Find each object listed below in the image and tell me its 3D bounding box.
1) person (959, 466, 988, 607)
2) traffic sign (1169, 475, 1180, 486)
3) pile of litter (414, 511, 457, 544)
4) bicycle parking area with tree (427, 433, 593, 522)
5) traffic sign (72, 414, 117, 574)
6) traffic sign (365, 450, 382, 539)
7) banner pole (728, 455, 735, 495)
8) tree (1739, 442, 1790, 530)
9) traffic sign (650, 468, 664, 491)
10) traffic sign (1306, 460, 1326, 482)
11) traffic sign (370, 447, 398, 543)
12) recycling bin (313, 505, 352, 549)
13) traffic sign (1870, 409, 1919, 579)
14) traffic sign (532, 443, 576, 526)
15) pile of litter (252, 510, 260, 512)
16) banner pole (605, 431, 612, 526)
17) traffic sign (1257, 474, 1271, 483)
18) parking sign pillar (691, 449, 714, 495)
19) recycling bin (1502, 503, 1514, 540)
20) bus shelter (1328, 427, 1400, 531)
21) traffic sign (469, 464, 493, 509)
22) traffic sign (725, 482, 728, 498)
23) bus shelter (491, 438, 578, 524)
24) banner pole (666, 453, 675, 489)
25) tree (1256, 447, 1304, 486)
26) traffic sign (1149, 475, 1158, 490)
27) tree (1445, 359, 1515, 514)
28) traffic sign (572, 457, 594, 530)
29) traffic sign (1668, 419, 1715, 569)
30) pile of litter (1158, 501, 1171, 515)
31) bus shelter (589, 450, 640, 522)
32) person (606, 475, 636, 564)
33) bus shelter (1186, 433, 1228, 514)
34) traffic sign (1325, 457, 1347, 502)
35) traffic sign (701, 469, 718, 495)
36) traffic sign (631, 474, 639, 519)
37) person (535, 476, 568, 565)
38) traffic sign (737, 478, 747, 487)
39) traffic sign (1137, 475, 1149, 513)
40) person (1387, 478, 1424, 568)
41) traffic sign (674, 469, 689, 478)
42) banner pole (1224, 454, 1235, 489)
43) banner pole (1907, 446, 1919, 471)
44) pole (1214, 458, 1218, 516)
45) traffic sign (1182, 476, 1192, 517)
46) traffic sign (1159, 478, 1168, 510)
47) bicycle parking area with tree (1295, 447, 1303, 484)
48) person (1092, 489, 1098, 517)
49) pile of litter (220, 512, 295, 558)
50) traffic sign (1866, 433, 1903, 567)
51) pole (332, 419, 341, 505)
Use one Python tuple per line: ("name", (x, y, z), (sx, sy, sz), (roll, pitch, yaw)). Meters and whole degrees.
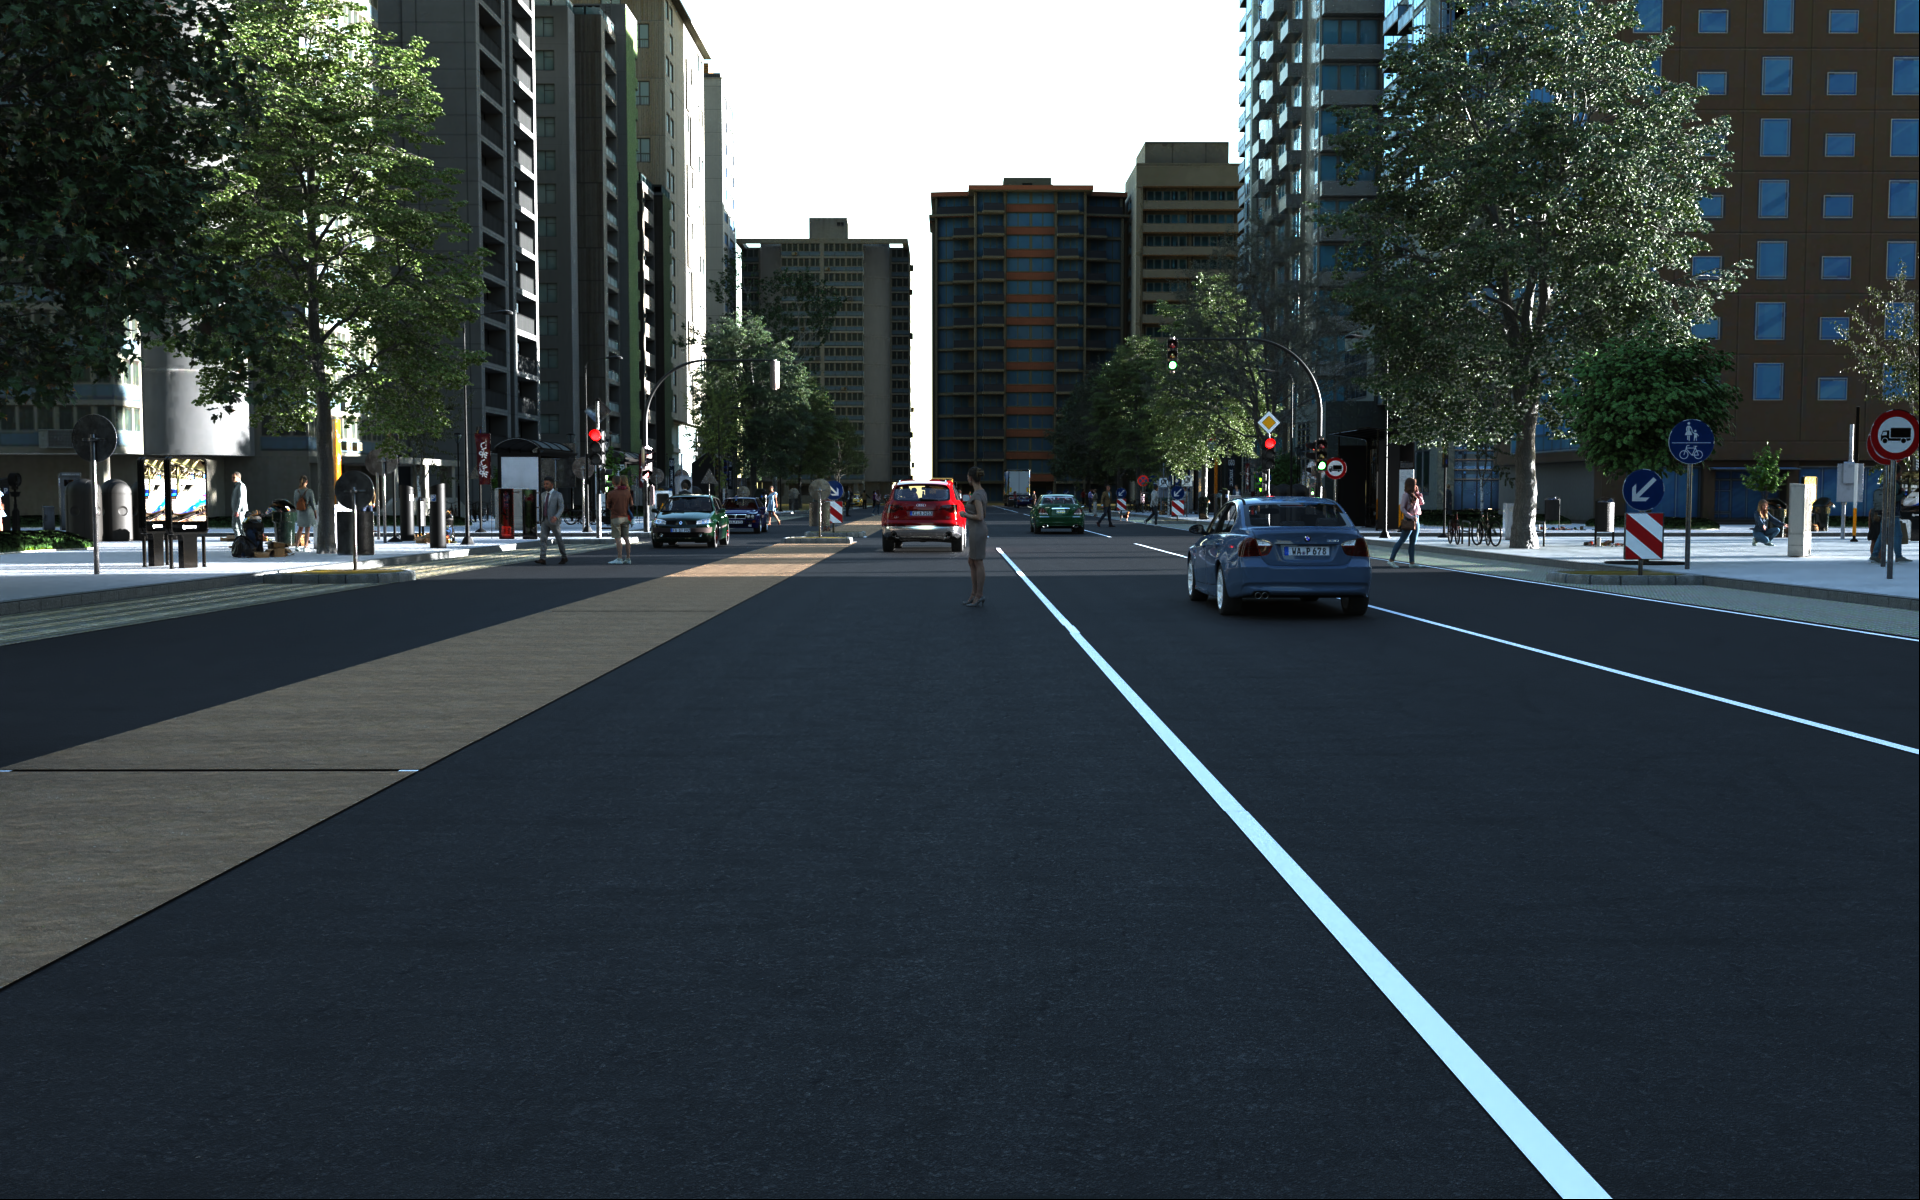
("person", (0.174, -0.809, 22.069), (0.374, 1.781, 0.599), (0, 4, 6))
("traffic sign", (13.525, -6.694, 109.552), (0.768, 2.556, 0.104), (0, 4, 6))
("pile of litter", (-13.718, -1.918, 45.321), (1.176, 0.858, 1.719), (0, 4, -4))
("bicycle parking area with tree", (-20.973, -5.803, 81.883), (8.231, 4.147, 9.016), (0, 4, 5))
("traffic sign", (-13.814, -1.684, 27.641), (0.768, 2.556, 0.104), (0, 4, 6))
("traffic sign", (-16.448, -2.986, 48.929), (0.768, 2.556, 0.104), (1, 4, 8))
("banner pole", (-14.597, -7.391, 110.860), (0.863, 3.779, 0.401), (3, 5, 43))
("tree", (29.211, -4.153, 62.505), (1.663, 3.219, 1.824), (0, 3, 0))
("traffic sign", (-15.022, -5.239, 85.756), (0.768, 2.556, 0.104), (0, 4, 3))
("traffic sign", (13.101, -3.894, 63.773), (0.768, 2.556, 0.104), (0, 4, 6))
("traffic sign", (-15.102, -2.771, 45.416), (0.768, 2.556, 0.104), (0, 4, 8))
("recycling bin", (-14.681, -1.719, 40.653), (0.722, 1.027, 0.722), (3, 5, 40))
("traffic sign", (14.049, -1.590, 26.096), (0.768, 2.556, 0.104), (0, 4, 1))
("traffic sign", (-16.468, -4.608, 69.212), (2.265, 3.308, 0.079), (0, 4, 4))
("pile of litter", (-19.461, -2.037, 47.278), (1.719, 0.858, 1.176), (3, 5, 43))
("banner pole", (-13.994, -4.829, 68.969), (0.401, 3.779, 0.863), (1, 4, 12))
("traffic sign", (16.720, -5.818, 95.230), (0.768, 2.556, 0.104), (0, 4, 1))
("parking sign pillar", (-15.112, -6.928, 101.744), (1.447, 3.967, 1.447), (-1, 4, -16))
("recycling bin", (15.617, -2.200, 48.523), (0.722, 1.027, 0.722), (1, 4, 11))
("bus shelter", (15.002, -4.411, 63.399), (1.731, 3.624, 6.357), (0, 4, 0))
("traffic sign", (-16.817, -3.717, 60.780), (0.884, 2.594, 0.081), (0, 4, 5))
("traffic sign", (-15.082, -6.837, 111.892), (0.768, 2.556, 0.104), (0, 4, 8))
("bus shelter", (-15.884, -4.336, 64.825), (2.014, 3.302, 5.546), (0, 4, 0))
("banner pole", (-17.719, -7.082, 105.800), (0.401, 3.779, 0.863), (2, 4, 35))
("tree", (22.276, -8.361, 120.418), (4.285, 4.588, 4.351), (0, 3, 0))
("traffic sign", (13.129, -7.168, 117.305), (0.768, 2.556, 0.104), (0, 4, 2))
("tree", (23.365, -7.752, 77.106), (4.360, 8.622, 3.978), (0, 3, 0))
("traffic sign", (-12.883, -3.615, 59.214), (0.768, 2.556, 0.104), (0, 4, 2))
("traffic sign", (12.405, -1.796, 29.469), (0.768, 2.556, 0.104), (0, 4, 3))
("pile of litter", (12.735, -5.706, 107.252), (1.719, 0.858, 1.176), (-3, 5, -45))
("bus shelter", (-15.888, -5.317, 80.856), (2.014, 3.302, 5.546), (0, 4, 0))
("person", (-6.970, -1.663, 35.666), (0.573, 1.828, 0.580), (0, 4, 2))
("bus shelter", (15.847, -8.185, 111.460), (2.179, 5.291, 8.768), (0, 4, 0))
("traffic sign", (12.956, -3.655, 59.865), (0.768, 2.556, 0.104), (0, 4, 2))
("traffic sign", (-12.682, -5.356, 87.572), (0.884, 2.594, 0.081), (0, 4, 1))
("traffic sign", (-16.692, -5.343, 89.486), (0.606, 2.300, 0.079), (0, 4, 7))
("person", (-8.308, -1.620, 35.256), (0.678, 1.792, 0.850), (2, 4, 25))
("traffic sign", (-13.588, -6.465, 107.836), (0.606, 2.300, 0.079), (0, 4, 3))
("traffic sign", (12.247, -7.080, 115.863), (0.768, 2.556, 0.104), (0, 4, 6))
("person", (8.669, -1.503, 33.667), (0.643, 1.750, 0.593), (2, 4, 35))
("traffic sign", (-14.284, -5.433, 88.941), (0.768, 2.556, 0.104), (0, 4, 2))
("banner pole", (16.181, -6.989, 104.292), (0.863, 3.779, 0.401), (0, 4, -4))
("banner pole", (34.174, -4.405, 62.033), (0.401, 3.779, 0.863), (-3, 4, -36))
("pole", (14.319, -6.308, 96.978), (0.158, 3.312, 0.155), (0, 3, 0))
("traffic sign", (12.620, -5.760, 96.309), (0.606, 2.300, 0.079), (0, 4, 8))
("traffic sign", (12.826, -6.545, 109.135), (0.606, 2.300, 0.079), (0, 4, 0))
("bicycle parking area with tree", (21.277, -7.404, 108.060), (9.016, 4.147, 8.231), (2, 4, 26))
("person", (8.544, -6.182, 110.124), (0.362, 1.759, 0.519), (-1, 4, -11))
("pile of litter", (-14.256, -1.321, 35.562), (1.176, 0.858, 1.719), (1, 4, 19))
("traffic sign", (16.299, -1.859, 30.503), (0.768, 2.556, 0.104), (0, 4, 1))
("pole", (-17.010, -3.270, 47.313), (0.158, 3.312, 0.155), (0, 3, 0))
